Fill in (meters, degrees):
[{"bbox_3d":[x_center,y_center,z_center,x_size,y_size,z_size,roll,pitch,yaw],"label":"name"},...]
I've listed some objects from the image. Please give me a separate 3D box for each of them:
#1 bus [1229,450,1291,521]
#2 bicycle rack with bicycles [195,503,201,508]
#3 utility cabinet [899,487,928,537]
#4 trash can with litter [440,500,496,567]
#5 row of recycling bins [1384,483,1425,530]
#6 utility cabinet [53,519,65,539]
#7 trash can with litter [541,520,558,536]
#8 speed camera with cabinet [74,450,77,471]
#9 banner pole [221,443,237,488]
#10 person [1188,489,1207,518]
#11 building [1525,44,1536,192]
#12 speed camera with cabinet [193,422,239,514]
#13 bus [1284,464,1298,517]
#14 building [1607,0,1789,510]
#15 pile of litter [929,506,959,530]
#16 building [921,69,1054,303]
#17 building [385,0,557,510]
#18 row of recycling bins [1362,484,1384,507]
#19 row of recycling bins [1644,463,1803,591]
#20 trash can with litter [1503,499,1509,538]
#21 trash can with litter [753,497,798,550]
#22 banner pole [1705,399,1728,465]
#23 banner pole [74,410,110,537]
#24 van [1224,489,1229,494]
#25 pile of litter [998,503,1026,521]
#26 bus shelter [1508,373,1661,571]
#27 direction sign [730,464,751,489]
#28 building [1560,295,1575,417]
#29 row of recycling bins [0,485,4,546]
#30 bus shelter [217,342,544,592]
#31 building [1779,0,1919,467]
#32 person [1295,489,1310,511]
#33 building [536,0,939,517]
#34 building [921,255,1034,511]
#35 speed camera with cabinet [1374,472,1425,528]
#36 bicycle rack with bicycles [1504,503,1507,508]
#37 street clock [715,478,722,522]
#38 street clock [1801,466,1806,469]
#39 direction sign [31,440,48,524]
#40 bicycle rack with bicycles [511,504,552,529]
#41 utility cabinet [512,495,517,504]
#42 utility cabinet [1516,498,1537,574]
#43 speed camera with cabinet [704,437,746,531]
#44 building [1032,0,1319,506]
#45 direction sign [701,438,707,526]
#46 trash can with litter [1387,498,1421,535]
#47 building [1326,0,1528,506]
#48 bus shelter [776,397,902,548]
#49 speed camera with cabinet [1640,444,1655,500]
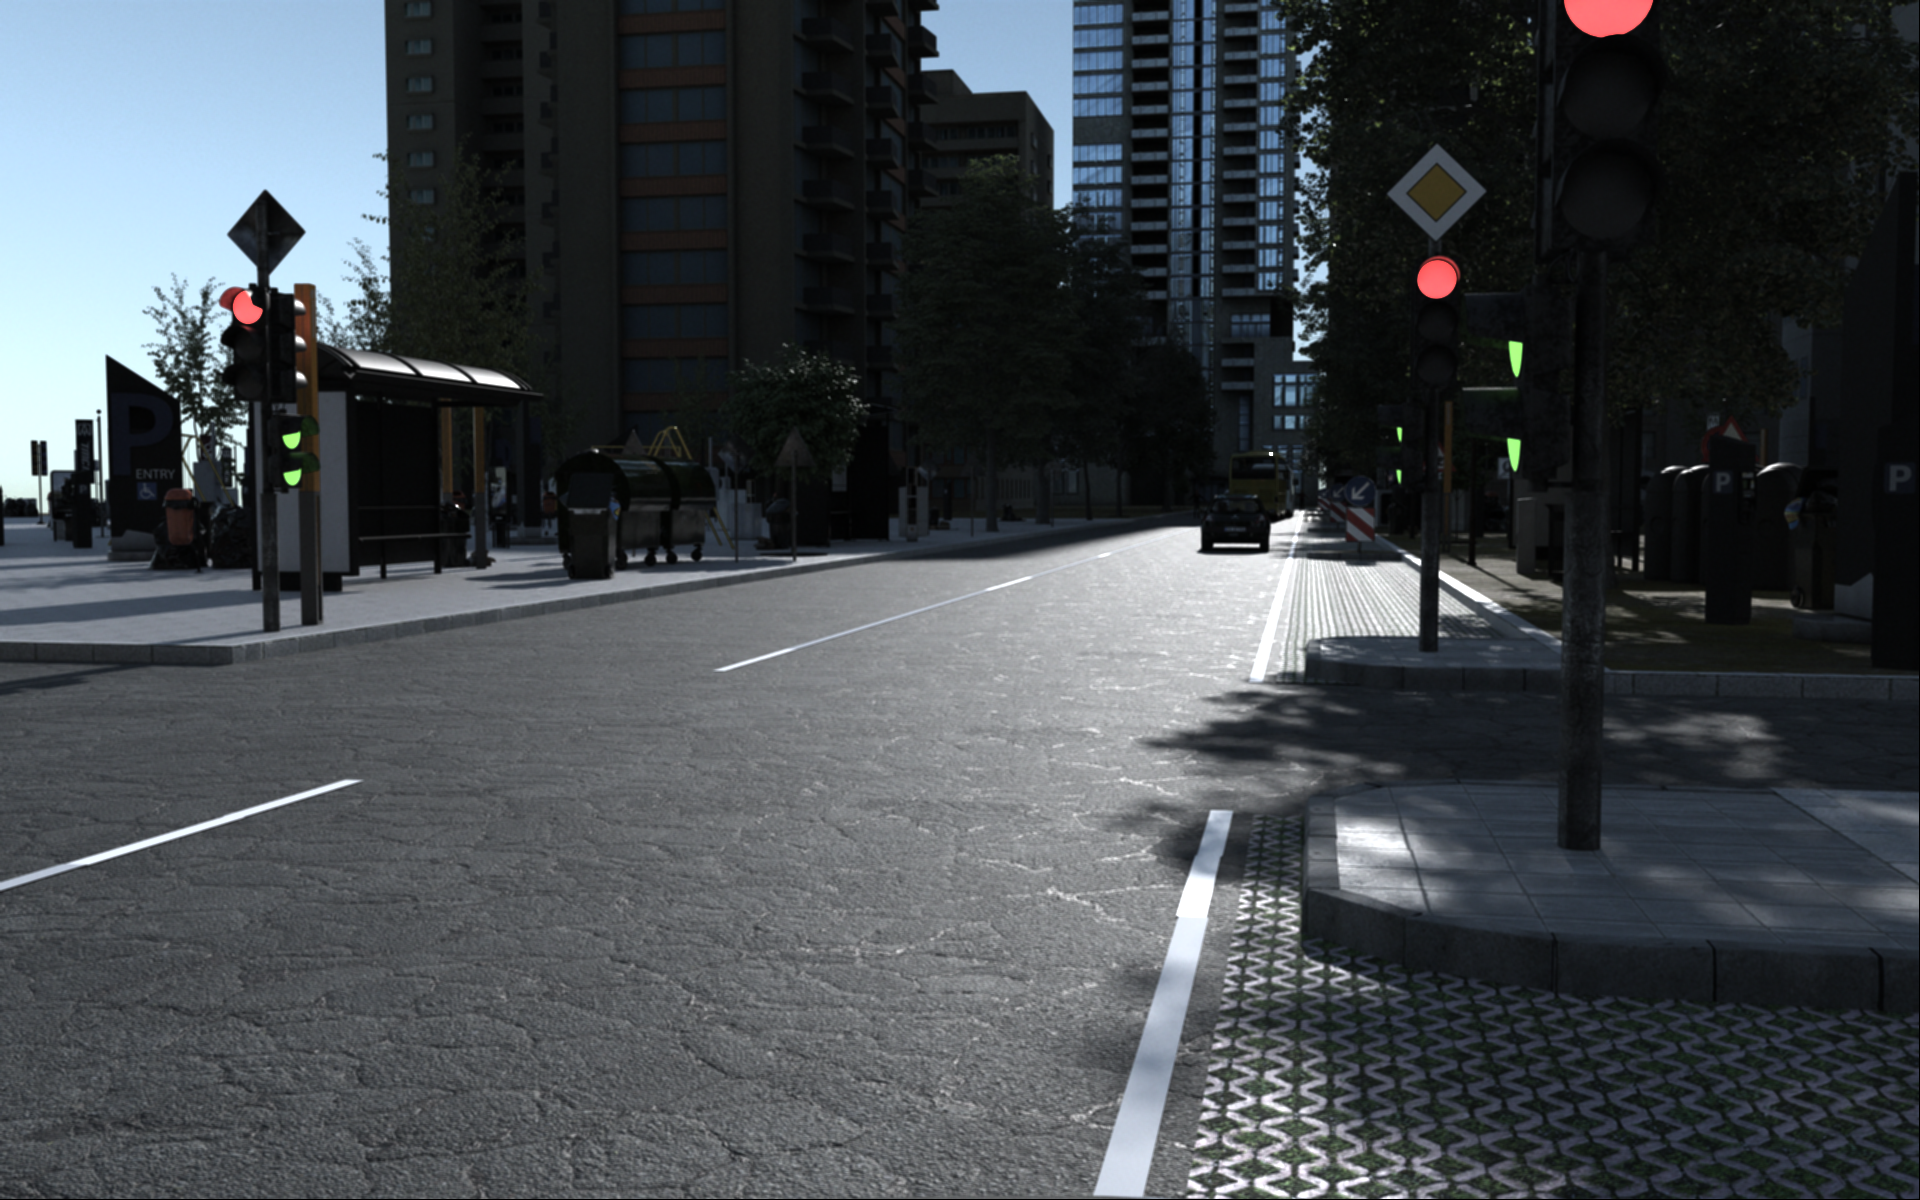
[{"bbox_3d":[16.645,-6.393,96.073,2.896,3.916,12.252,1,4,13],"label":"bus"},{"bbox_3d":[-30.324,-3.339,67.974,2.925,0.926,2.852,2,4,30],"label":"bicycle rack with bicycles"},{"bbox_3d":[-1.403,-2.641,51.864,0.318,1.500,1.173,2,4,31],"label":"utility cabinet"},{"bbox_3d":[-8.796,-1.177,30.632,0.624,1.170,1.055,3,5,39],"label":"trash can with litter"},{"bbox_3d":[16.781,-3.451,63.545,1.069,1.692,3.534,2,4,33],"label":"row of recycling bins"},{"bbox_3d":[-25.556,-2.491,49.402,0.318,1.500,1.173,-1,4,-14],"label":"utility cabinet"},{"bbox_3d":[-12.126,-2.600,53.570,2.233,1.210,1.678,-1,4,-14],"label":"trash can with litter"},{"bbox_3d":[-40.186,-5.116,77.988,0.660,3.252,2.038,-3,5,-42],"label":"speed camera with cabinet"},{"bbox_3d":[-34.664,-5.646,82.330,0.863,3.779,0.401,-1,4,-11],"label":"banner pole"},{"bbox_3d":[14.001,-5.678,102.164,1.217,1.723,0.721,-1,4,-15],"label":"person"},{"bbox_3d":[76.103,-36.733,189.828,27.495,52.752,28.713,1,4,11],"label":"building"},{"bbox_3d":[-20.612,-3.280,47.971,0.660,3.252,2.038,0,4,-5],"label":"speed camera with cabinet"},{"bbox_3d":[20.284,-7.163,111.967,2.948,3.499,13.247,1,4,12],"label":"bus"},{"bbox_3d":[46.747,-25.985,108.454,14.154,41.232,14.086,1,4,11],"label":"building"},{"bbox_3d":[-0.841,-2.963,62.405,1.719,0.858,1.176,0,4,-3],"label":"pile of litter"},{"bbox_3d":[-1.019,-35.368,201.963,21.600,48.544,21.300,1,4,11],"label":"building"},{"bbox_3d":[-34.578,-32.209,150.314,21.600,48.544,21.300,1,4,11],"label":"building"},{"bbox_3d":[18.687,-3.971,72.036,3.534,1.692,1.069,2,4,30],"label":"row of recycling bins"},{"bbox_3d":[10.809,-1.064,24.506,1.069,1.692,3.534,0,4,-6],"label":"row of recycling bins"},{"bbox_3d":[15.204,-2.151,46.558,1.055,1.170,0.624,0,4,-4],"label":"trash can with litter"},{"bbox_3d":[-4.271,-1.752,40.031,0.624,1.170,1.055,2,4,30],"label":"trash can with litter"},{"bbox_3d":[20.123,-3.428,46.066,0.401,3.779,0.863,-1,4,-23],"label":"banner pole"},{"bbox_3d":[-25.694,-3.746,51.266,0.863,3.779,0.401,-2,4,-25],"label":"banner pole"},{"bbox_3d":[23.657,-8.774,150.463,2.013,2.044,4.112,1,4,10],"label":"van"},{"bbox_3d":[2.428,-4.152,81.856,1.176,0.858,1.719,-1,4,-22],"label":"pile of litter"},{"bbox_3d":[11.052,-2.288,31.333,2.014,3.302,5.546,1,4,11],"label":"bus shelter"},{"bbox_3d":[-8.586,-4.630,67.693,0.876,3.537,0.379,-2,4,-33],"label":"direction sign"},{"bbox_3d":[55.060,-28.990,128.605,22.147,44.769,28.867,1,4,11],"label":"building"},{"bbox_3d":[-24.795,-2.247,43.849,1.069,1.692,3.534,-2,4,-29],"label":"row of recycling bins"},{"bbox_3d":[-8.194,-1.917,25.262,2.014,3.302,5.546,1,4,11],"label":"bus shelter"},{"bbox_3d":[41.074,-31.700,60.302,21.231,58.520,28.212,1,4,11],"label":"building"},{"bbox_3d":[29.543,-8.634,149.628,1.348,1.831,0.705,1,4,10],"label":"person"},{"bbox_3d":[-13.645,-27.752,108.366,22.147,44.769,28.867,1,4,11],"label":"building"},{"bbox_3d":[-10.293,-18.275,143.837,28.899,21.520,27.650,1,4,11],"label":"building"},{"bbox_3d":[17.019,-4.418,66.563,2.038,3.252,0.660,0,4,2],"label":"speed camera with cabinet"},{"bbox_3d":[26.545,-4.256,82.970,2.925,0.926,2.852,2,4,26],"label":"bicycle rack with bicycles"},{"bbox_3d":[-11.051,-4.550,78.959,0.358,2.002,0.471,-2,4,-33],"label":"street clock"},{"bbox_3d":[21.975,-2.478,45.078,0.358,2.002,0.471,2,4,32],"label":"street clock"},{"bbox_3d":[-39.077,-4.989,73.569,0.379,3.537,0.876,1,4,12],"label":"direction sign"},{"bbox_3d":[-16.364,-3.139,64.700,2.852,0.926,2.925,-1,4,-10],"label":"bicycle rack with bicycles"},{"bbox_3d":[-23.970,-4.980,92.583,0.306,1.237,1.020,-2,4,-30],"label":"utility cabinet"},{"bbox_3d":[9.272,-1.053,28.384,0.306,1.237,1.020,1,4,17],"label":"utility cabinet"},{"bbox_3d":[-8.388,-4.060,60.716,0.660,3.252,2.038,2,4,35],"label":"speed camera with cabinet"},{"bbox_3d":[25.070,-53.976,195.171,31.000,86.520,22.319,1,4,11],"label":"building"},{"bbox_3d":[-10.490,-4.813,70.686,0.379,3.537,0.876,0,4,-2],"label":"direction sign"},{"bbox_3d":[14.087,-2.661,54.898,1.055,1.170,0.624,1,4,21],"label":"trash can with litter"},{"bbox_3d":[51.034,-45.965,189.786,20.611,71.187,20.563,1,4,11],"label":"building"},{"bbox_3d":[-3.025,-3.254,44.479,1.731,3.624,6.357,1,4,11],"label":"bus shelter"},{"bbox_3d":[26.437,-4.549,68.720,2.038,3.252,0.660,1,4,17],"label":"speed camera with cabinet"}]
